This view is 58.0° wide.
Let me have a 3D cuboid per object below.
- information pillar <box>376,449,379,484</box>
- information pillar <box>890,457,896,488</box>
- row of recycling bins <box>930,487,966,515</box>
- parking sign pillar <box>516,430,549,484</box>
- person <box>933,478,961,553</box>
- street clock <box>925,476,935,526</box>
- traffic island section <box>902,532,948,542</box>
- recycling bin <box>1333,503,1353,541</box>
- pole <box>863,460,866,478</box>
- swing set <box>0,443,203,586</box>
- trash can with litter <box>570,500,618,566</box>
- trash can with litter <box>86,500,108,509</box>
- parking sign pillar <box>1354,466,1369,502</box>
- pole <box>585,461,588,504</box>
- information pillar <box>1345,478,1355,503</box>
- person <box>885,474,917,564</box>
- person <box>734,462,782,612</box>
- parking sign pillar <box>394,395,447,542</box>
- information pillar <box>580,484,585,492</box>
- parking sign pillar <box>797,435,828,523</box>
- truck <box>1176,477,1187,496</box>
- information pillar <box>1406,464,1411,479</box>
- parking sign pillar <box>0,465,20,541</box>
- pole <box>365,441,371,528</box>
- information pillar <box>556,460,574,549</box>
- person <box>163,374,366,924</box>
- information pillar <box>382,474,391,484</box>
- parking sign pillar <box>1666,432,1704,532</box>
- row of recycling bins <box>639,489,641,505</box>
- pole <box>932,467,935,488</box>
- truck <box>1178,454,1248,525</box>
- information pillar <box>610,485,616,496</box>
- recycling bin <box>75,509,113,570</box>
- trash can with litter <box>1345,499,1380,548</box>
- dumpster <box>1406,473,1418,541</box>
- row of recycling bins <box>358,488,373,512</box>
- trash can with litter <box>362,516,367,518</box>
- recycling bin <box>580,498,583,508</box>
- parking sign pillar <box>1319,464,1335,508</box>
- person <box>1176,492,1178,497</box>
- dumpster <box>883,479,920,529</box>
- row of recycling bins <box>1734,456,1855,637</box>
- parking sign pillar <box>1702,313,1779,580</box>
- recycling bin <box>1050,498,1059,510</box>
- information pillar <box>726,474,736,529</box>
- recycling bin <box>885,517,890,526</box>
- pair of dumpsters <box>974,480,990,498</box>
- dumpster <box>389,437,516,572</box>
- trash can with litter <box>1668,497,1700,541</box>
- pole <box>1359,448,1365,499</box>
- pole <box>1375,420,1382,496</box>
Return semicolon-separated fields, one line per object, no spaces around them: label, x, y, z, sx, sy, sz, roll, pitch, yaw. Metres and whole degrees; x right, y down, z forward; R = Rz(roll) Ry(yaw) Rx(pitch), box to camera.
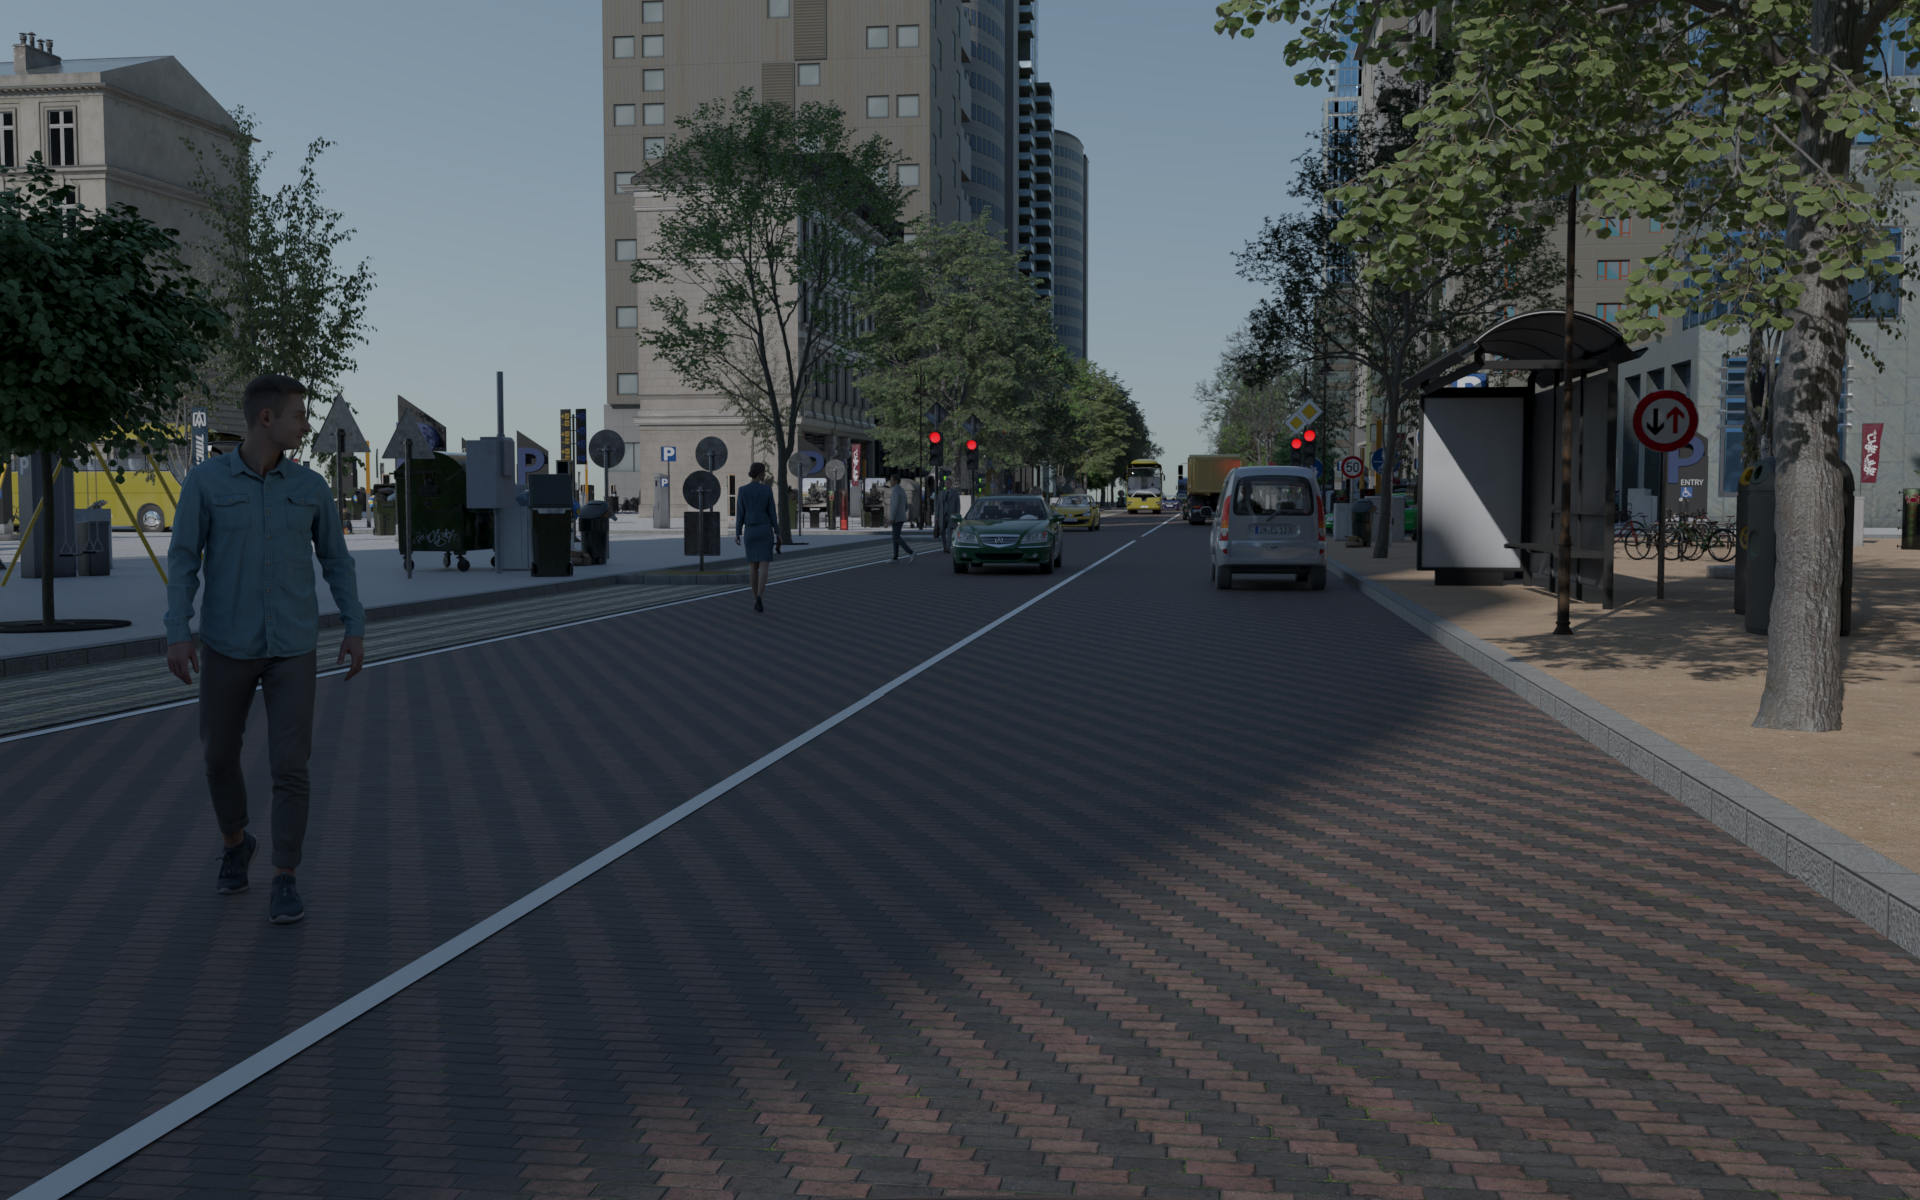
information pillar;-29.887;-5.965;88.876;0.183;3.616;0.504;-1;4;-14
information pillar;-4.021;-6.890;104.005;0.183;3.616;0.504;3;4;38
row of recycling bins;-0.862;-6.171;108.004;1.069;1.692;3.534;3;4;36
parking sign pillar;-17.931;-5.151;72.698;1.447;3.967;1.447;0;4;-8
person;-0.332;-2.058;42.255;0.694;1.812;0.767;1;4;16
street clock;-1.235;-3.925;68.737;0.358;2.002;0.471;3;4;36
traffic island section;-0.728;-1.850;52.523;2.009;0.180;2.903;1;4;8
recycling bin;10.640;-2.141;47.555;0.722;1.027;0.722;1;4;10
pole;-5.649;-6.641;102.417;0.158;3.312;0.155;0;3;0
swing set;-11.670;-1.547;22.917;2.862;2.851;3.119;-1;4;-13
trash can with litter;-6.652;-1.210;31.165;0.624;1.170;1.055;1;4;14
trash can with litter;-17.386;-1.400;34.273;1.055;1.170;0.624;0;4;-6
parking sign pillar;28.147;-8.181;122.226;1.447;3.967;1.447;3;5;43
pole;-22.703;-6.817;105.293;0.158;3.312;0.155;0;3;0
information pillar;18.203;-4.671;80.869;0.304;2.012;0.304;-3;5;-41
person;-1.202;-1.669;35.634;0.795;1.843;0.661;1;4;21
person;-2.496;-0.776;21.211;0.581;1.822;0.654;1;4;11
parking sign pillar;-14.602;-3.576;46.933;1.447;3.967;1.447;0;4;4
information pillar;-28.554;-7.750;131.196;0.304;2.012;0.304;2;4;25
parking sign pillar;-6.685;-5.502;78.433;1.447;3.967;1.447;-1;4;-11
truck;36.298;-17.712;279.343;2.967;4.110;18.799;0;4;7
information pillar;32.258;-8.151;124.616;0.183;3.616;0.504;3;5;42
parking sign pillar;-26.509;-3.626;47.751;1.447;3.967;1.447;-1;4;-19
pole;-22.630;-4.427;66.222;0.158;3.312;0.155;0;3;0
information pillar;-8.516;-2.009;37.342;0.304;2.012;0.304;0;4;1
person;-2.408;0.142;6.045;0.638;1.841;0.748;-1;4;-18
information pillar;-21.019;-3.609;63.500;0.304;2.012;0.304;-1;4;-19
parking sign pillar;23.971;-4.201;57.152;1.447;3.967;1.447;1;4;18
row of recycling bins;-18.325;-5.824;102.329;1.069;1.692;3.534;-1;4;-20
pole;-1.958;-8.285;129.300;0.158;3.312;0.155;0;3;0
truck;12.277;-5.346;83.335;3.469;3.379;9.791;0;4;6
information pillar;-26.906;-7.943;134.354;0.304;2.012;0.304;1;4;16
recycling bin;-14.989;-1.054;29.792;0.722;1.027;0.722;-2;4;-26
trash can with litter;9.633;-1.847;41.592;0.624;1.170;1.055;2;4;29
dumpster;12.808;-2.685;46.387;1.502;2.255;1.985;1;4;8
row of recycling bins;-44.266;-7.273;126.024;1.069;1.692;3.534;3;5;43
trash can with litter;-31.648;-4.927;91.608;2.233;1.210;1.678;-1;4;-9
recycling bin;-27.540;-6.835;124.304;0.722;1.027;0.722;-2;4;-34
parking sign pillar;19.210;-6.331;91.979;1.447;3.967;1.447;0;4;3
person;33.855;-15.927;269.614;1.217;1.736;0.721;-1;4;-17
dumpster;-2.179;-3.629;65.086;1.264;1.857;1.865;0;4;8
row of recycling bins;8.239;-0.610;17.094;1.069;1.692;3.534;1;4;22
parking sign pillar;12.138;-2.310;26.238;1.447;3.967;1.447;1;4;21
recycling bin;6.537;-6.298;115.534;0.722;1.027;0.722;3;5;41
information pillar;-8.492;-3.658;64.306;0.304;2.012;0.304;-2;4;-25
recycling bin;-3.345;-3.529;70.259;0.722;1.027;0.722;3;4;39
pair of dumpsters;1.651;-6.168;103.345;1.574;2.255;4.437;1;4;8
dumpster;-8.577;-1.642;29.347;1.502;2.255;1.985;1;4;8
trash can with litter;19.736;-2.231;47.530;1.678;1.210;2.233;2;4;24
pole;17.640;-5.027;76.029;0.158;3.312;0.155;0;3;0
pole;11.527;-3.295;47.715;0.158;3.312;0.155;0;3;0
